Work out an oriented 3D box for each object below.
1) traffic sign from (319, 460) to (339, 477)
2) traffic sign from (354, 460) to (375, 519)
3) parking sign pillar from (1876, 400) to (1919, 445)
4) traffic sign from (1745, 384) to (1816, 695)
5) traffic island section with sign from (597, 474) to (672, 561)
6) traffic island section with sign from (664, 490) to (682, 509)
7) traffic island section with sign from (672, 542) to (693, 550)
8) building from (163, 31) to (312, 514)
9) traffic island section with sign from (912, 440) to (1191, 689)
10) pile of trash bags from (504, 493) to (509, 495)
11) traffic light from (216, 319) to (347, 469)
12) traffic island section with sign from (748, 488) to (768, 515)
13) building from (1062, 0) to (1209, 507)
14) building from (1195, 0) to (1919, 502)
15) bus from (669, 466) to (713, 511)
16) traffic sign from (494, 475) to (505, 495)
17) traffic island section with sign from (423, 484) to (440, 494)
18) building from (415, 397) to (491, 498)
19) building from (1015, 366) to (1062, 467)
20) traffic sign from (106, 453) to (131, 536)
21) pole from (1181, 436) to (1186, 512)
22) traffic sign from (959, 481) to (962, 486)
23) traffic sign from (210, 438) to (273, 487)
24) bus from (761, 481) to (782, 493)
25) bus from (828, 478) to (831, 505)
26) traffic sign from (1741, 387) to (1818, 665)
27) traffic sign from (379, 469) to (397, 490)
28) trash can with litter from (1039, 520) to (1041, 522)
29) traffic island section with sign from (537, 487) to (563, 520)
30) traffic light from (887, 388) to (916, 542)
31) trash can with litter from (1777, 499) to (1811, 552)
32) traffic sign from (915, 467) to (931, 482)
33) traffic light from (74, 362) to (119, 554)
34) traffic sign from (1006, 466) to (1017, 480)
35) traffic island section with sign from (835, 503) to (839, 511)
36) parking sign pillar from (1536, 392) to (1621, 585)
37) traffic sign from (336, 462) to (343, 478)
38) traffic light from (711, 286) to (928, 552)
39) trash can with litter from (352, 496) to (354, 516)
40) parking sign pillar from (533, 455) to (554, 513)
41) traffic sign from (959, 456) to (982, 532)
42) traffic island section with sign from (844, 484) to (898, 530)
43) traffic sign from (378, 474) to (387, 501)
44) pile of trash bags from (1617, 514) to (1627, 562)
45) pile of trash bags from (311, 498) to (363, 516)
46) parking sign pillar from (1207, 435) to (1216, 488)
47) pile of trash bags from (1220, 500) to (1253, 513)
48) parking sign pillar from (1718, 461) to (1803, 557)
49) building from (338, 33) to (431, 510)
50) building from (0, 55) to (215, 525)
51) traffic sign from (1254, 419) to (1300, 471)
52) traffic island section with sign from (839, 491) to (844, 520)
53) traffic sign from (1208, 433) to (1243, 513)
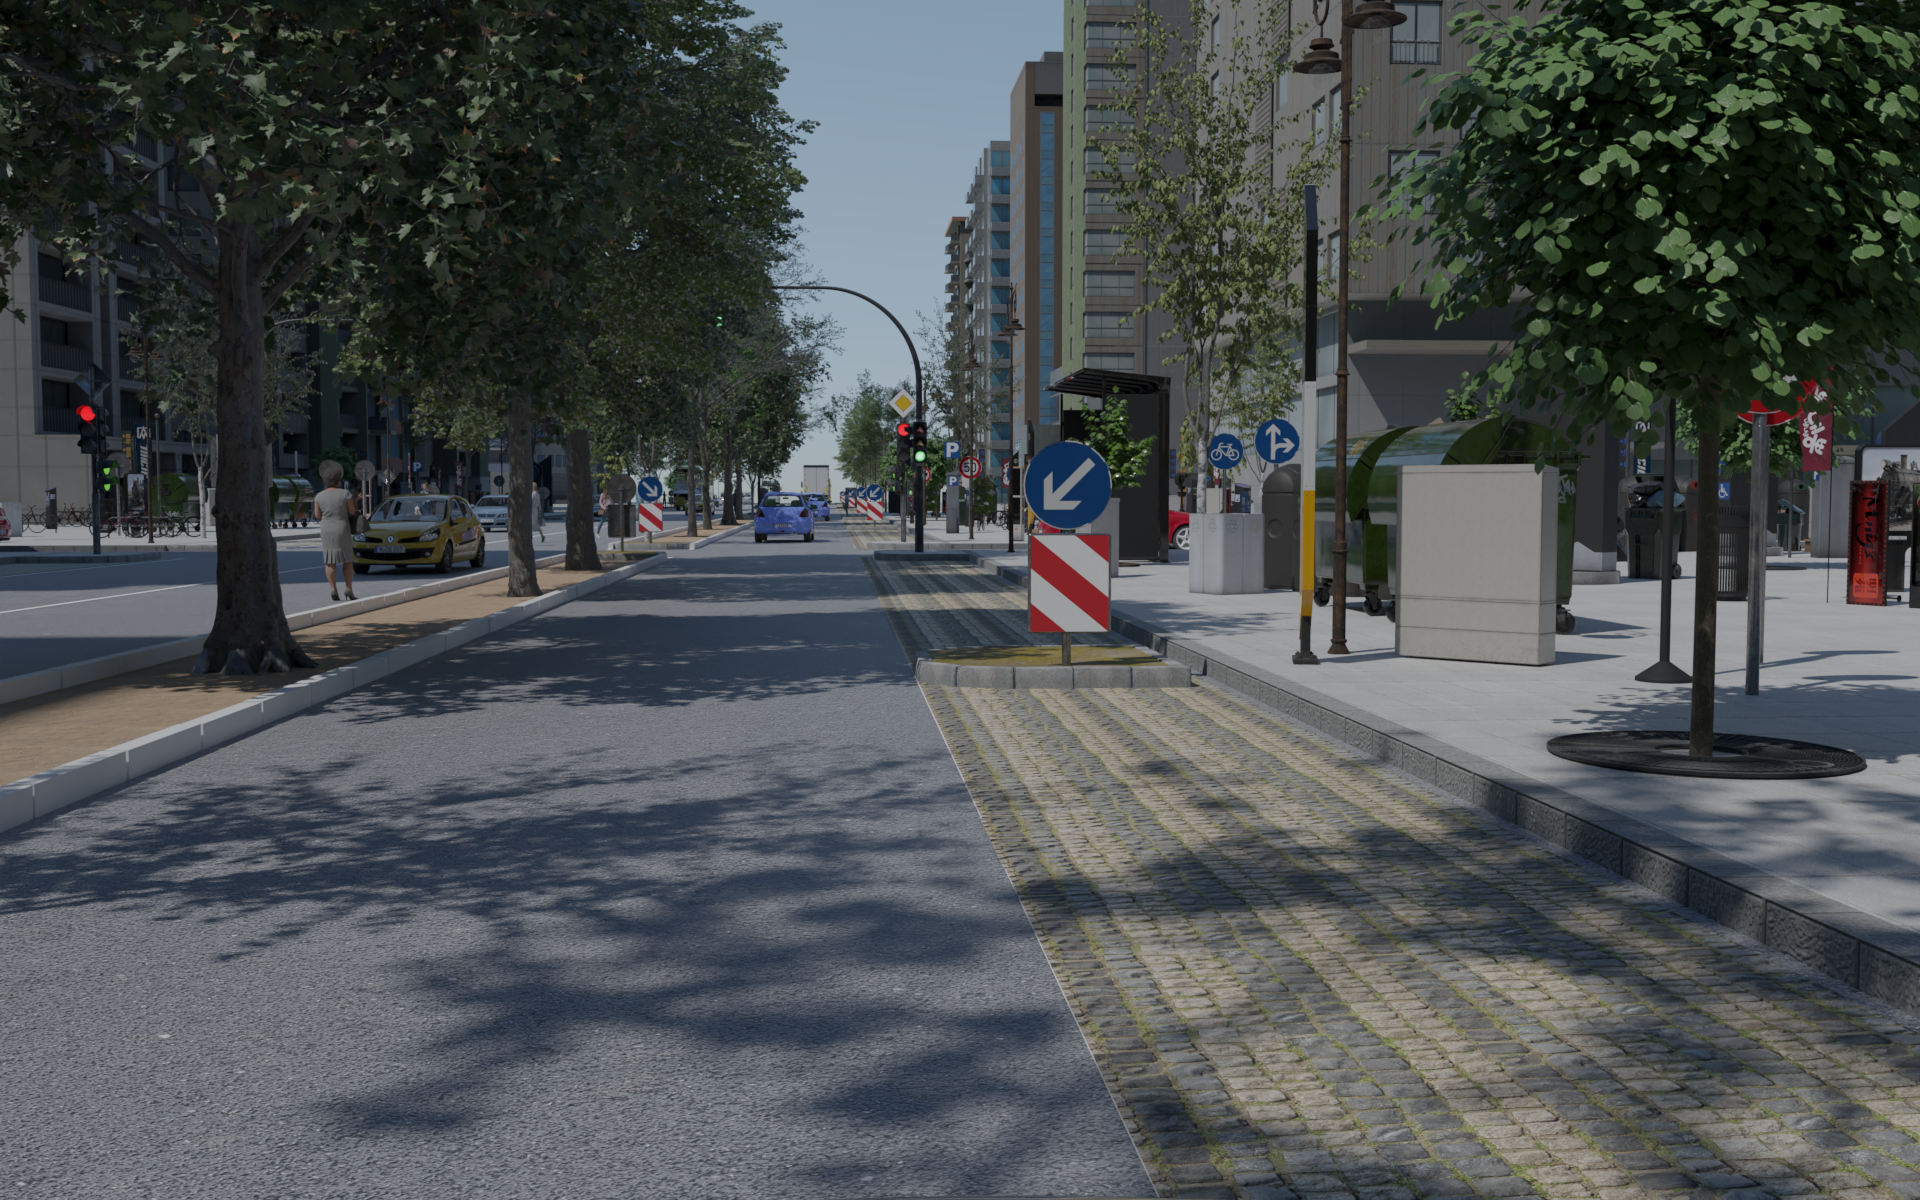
[{"bbox_3d":[-23.451,-3.932,64.390,0.768,2.556,0.104,0,4,1],"label":"traffic sign"},{"bbox_3d":[-22.412,-3.983,65.220,0.768,2.556,0.104,0,4,-1],"label":"traffic sign"},{"bbox_3d":[26.941,-3.755,49.869,1.447,3.967,1.447,-1,4,-19],"label":"parking sign pillar"},{"bbox_3d":[5.063,-0.666,10.993,0.768,2.556,0.104,0,4,4],"label":"traffic sign"},{"bbox_3d":[-7.498,-1.827,38.006,2.006,1.907,1.989,0,4,-4],"label":"traffic island section with sign"},{"bbox_3d":[-28.547,-9.966,171.576,1.989,1.847,2.006,0,4,-4],"label":"traffic island section with sign"},{"bbox_3d":[-8.043,-2.279,45.393,2.006,1.907,1.989,0,4,-4],"label":"traffic island section with sign"},{"bbox_3d":[-47.034,-20.434,105.794,14.160,30.474,14.107,0,4,-4],"label":"building"},{"bbox_3d":[0.639,-0.304,13.601,1.989,1.847,2.006,0,4,-4],"label":"traffic island section with sign"},{"bbox_3d":[-30.947,-6.362,113.775,3.447,1.369,1.912,-3,5,-45],"label":"pile of trash bags"},{"bbox_3d":[-16.906,-4.300,44.975,4.771,5.953,1.251,0,4,-4],"label":"traffic light"},{"bbox_3d":[-13.681,-6.861,120.321,2.006,1.907,1.989,0,4,-4],"label":"traffic island section with sign"},{"bbox_3d":[14.565,-27.396,131.518,14.154,41.232,14.086,0,4,-4],"label":"building"},{"bbox_3d":[26.114,-29.816,76.727,27.495,52.752,28.713,0,4,-4],"label":"building"},{"bbox_3d":[-23.568,-9.870,152.928,2.896,3.916,12.252,0,4,-4],"label":"bus"},{"bbox_3d":[-31.372,-7.206,117.928,0.768,2.556,0.104,0,4,1],"label":"traffic sign"},{"bbox_3d":[-20.753,-3.616,67.756,1.989,1.847,2.006,0,4,-4],"label":"traffic island section with sign"},{"bbox_3d":[-50.436,-23.383,154.008,14.160,30.474,14.107,0,4,-4],"label":"building"},{"bbox_3d":[17.670,-51.440,153.717,22.319,86.520,31.000,0,4,-4],"label":"building"},{"bbox_3d":[-25.879,-3.250,53.244,0.768,2.556,0.104,0,4,-3],"label":"traffic sign"},{"bbox_3d":[7.529,-3.945,58.337,0.158,3.312,0.155,0,3,0],"label":"pole"},{"bbox_3d":[0.133,-6.893,112.703,0.884,2.594,0.081,0,4,4],"label":"traffic sign"},{"bbox_3d":[-25.818,-4.181,62.229,2.265,3.308,0.079,0,4,3],"label":"traffic sign"},{"bbox_3d":[-25.825,-14.769,236.334,2.948,3.499,13.247,0,4,-6],"label":"bus"},{"bbox_3d":[-18.685,-14.749,232.692,2.896,3.916,12.252,0,4,-5],"label":"bus"},{"bbox_3d":[5.987,-0.784,12.924,0.768,2.556,0.104,0,4,1],"label":"traffic sign"},{"bbox_3d":[-25.365,-4.625,76.808,0.795,2.450,0.064,0,4,0],"label":"traffic sign"},{"bbox_3d":[3.264,-3.394,66.878,0.624,1.170,1.055,1,4,12],"label":"trash can with litter"},{"bbox_3d":[-22.773,-5.260,94.636,1.989,1.847,2.006,0,4,-4],"label":"traffic island section with sign"},{"bbox_3d":[-1.524,-3.498,46.107,0.839,4.253,0.868,0,4,-4],"label":"traffic light"},{"bbox_3d":[18.755,-1.665,38.609,1.055,1.170,0.624,3,5,44],"label":"trash can with litter"},{"bbox_3d":[-1.713,-4.893,80.099,0.768,2.556,0.104,0,4,-1],"label":"traffic sign"},{"bbox_3d":[-18.387,-2.930,36.822,0.839,4.253,0.868,0,4,-4],"label":"traffic light"},{"bbox_3d":[2.477,-4.807,78.702,0.768,2.556,0.104,0,4,4],"label":"traffic sign"},{"bbox_3d":[-9.201,-8.313,144.552,1.989,1.847,2.006,0,4,-4],"label":"traffic island section with sign"},{"bbox_3d":[8.810,-2.234,25.004,1.447,3.967,1.447,-3,5,-41],"label":"parking sign pillar"},{"bbox_3d":[-24.561,-4.147,67.909,0.768,2.556,0.104,0,4,0],"label":"traffic sign"},{"bbox_3d":[-3.006,-3.864,37.847,4.771,5.953,1.251,0,4,-4],"label":"traffic light"},{"bbox_3d":[-31.222,-4.710,88.065,1.678,1.210,2.233,0,4,2],"label":"trash can with litter"},{"bbox_3d":[-28.548,-7.953,118.507,1.447,3.967,1.447,0,4,-3],"label":"parking sign pillar"},{"bbox_3d":[0.340,-3.536,57.913,0.768,2.556,0.104,0,4,0],"label":"traffic sign"},{"bbox_3d":[-3.506,-3.674,68.704,1.989,1.847,2.006,0,4,-4],"label":"traffic island section with sign"},{"bbox_3d":[-29.133,-5.225,87.563,0.606,2.300,0.079,0,4,4],"label":"traffic sign"},{"bbox_3d":[12.394,-1.505,34.366,1.912,1.369,3.447,2,4,25],"label":"pile of trash bags"},{"bbox_3d":[-33.910,-5.165,94.200,1.912,1.369,3.447,2,4,29],"label":"pile of trash bags"},{"bbox_3d":[11.303,-5.516,78.651,1.447,3.967,1.447,1,4,16],"label":"parking sign pillar"},{"bbox_3d":[11.089,-3.377,64.961,1.912,1.369,3.447,3,5,39],"label":"pile of trash bags"},{"bbox_3d":[16.410,-2.912,36.088,1.447,3.967,1.447,-1,4,-21],"label":"parking sign pillar"},{"bbox_3d":[-53.431,-29.166,131.487,22.147,44.769,28.867,0,4,-4],"label":"building"},{"bbox_3d":[-46.923,-39.200,79.177,20.563,71.187,20.611,0,4,-4],"label":"building"},{"bbox_3d":[5.371,-1.794,29.431,0.768,2.556,0.104,0,4,5],"label":"traffic sign"},{"bbox_3d":[-5.521,-5.325,95.688,1.989,1.847,2.006,0,4,-4],"label":"traffic island section with sign"},{"bbox_3d":[5.540,-2.214,36.306,0.768,2.556,0.104,0,4,-1],"label":"traffic sign"}]
